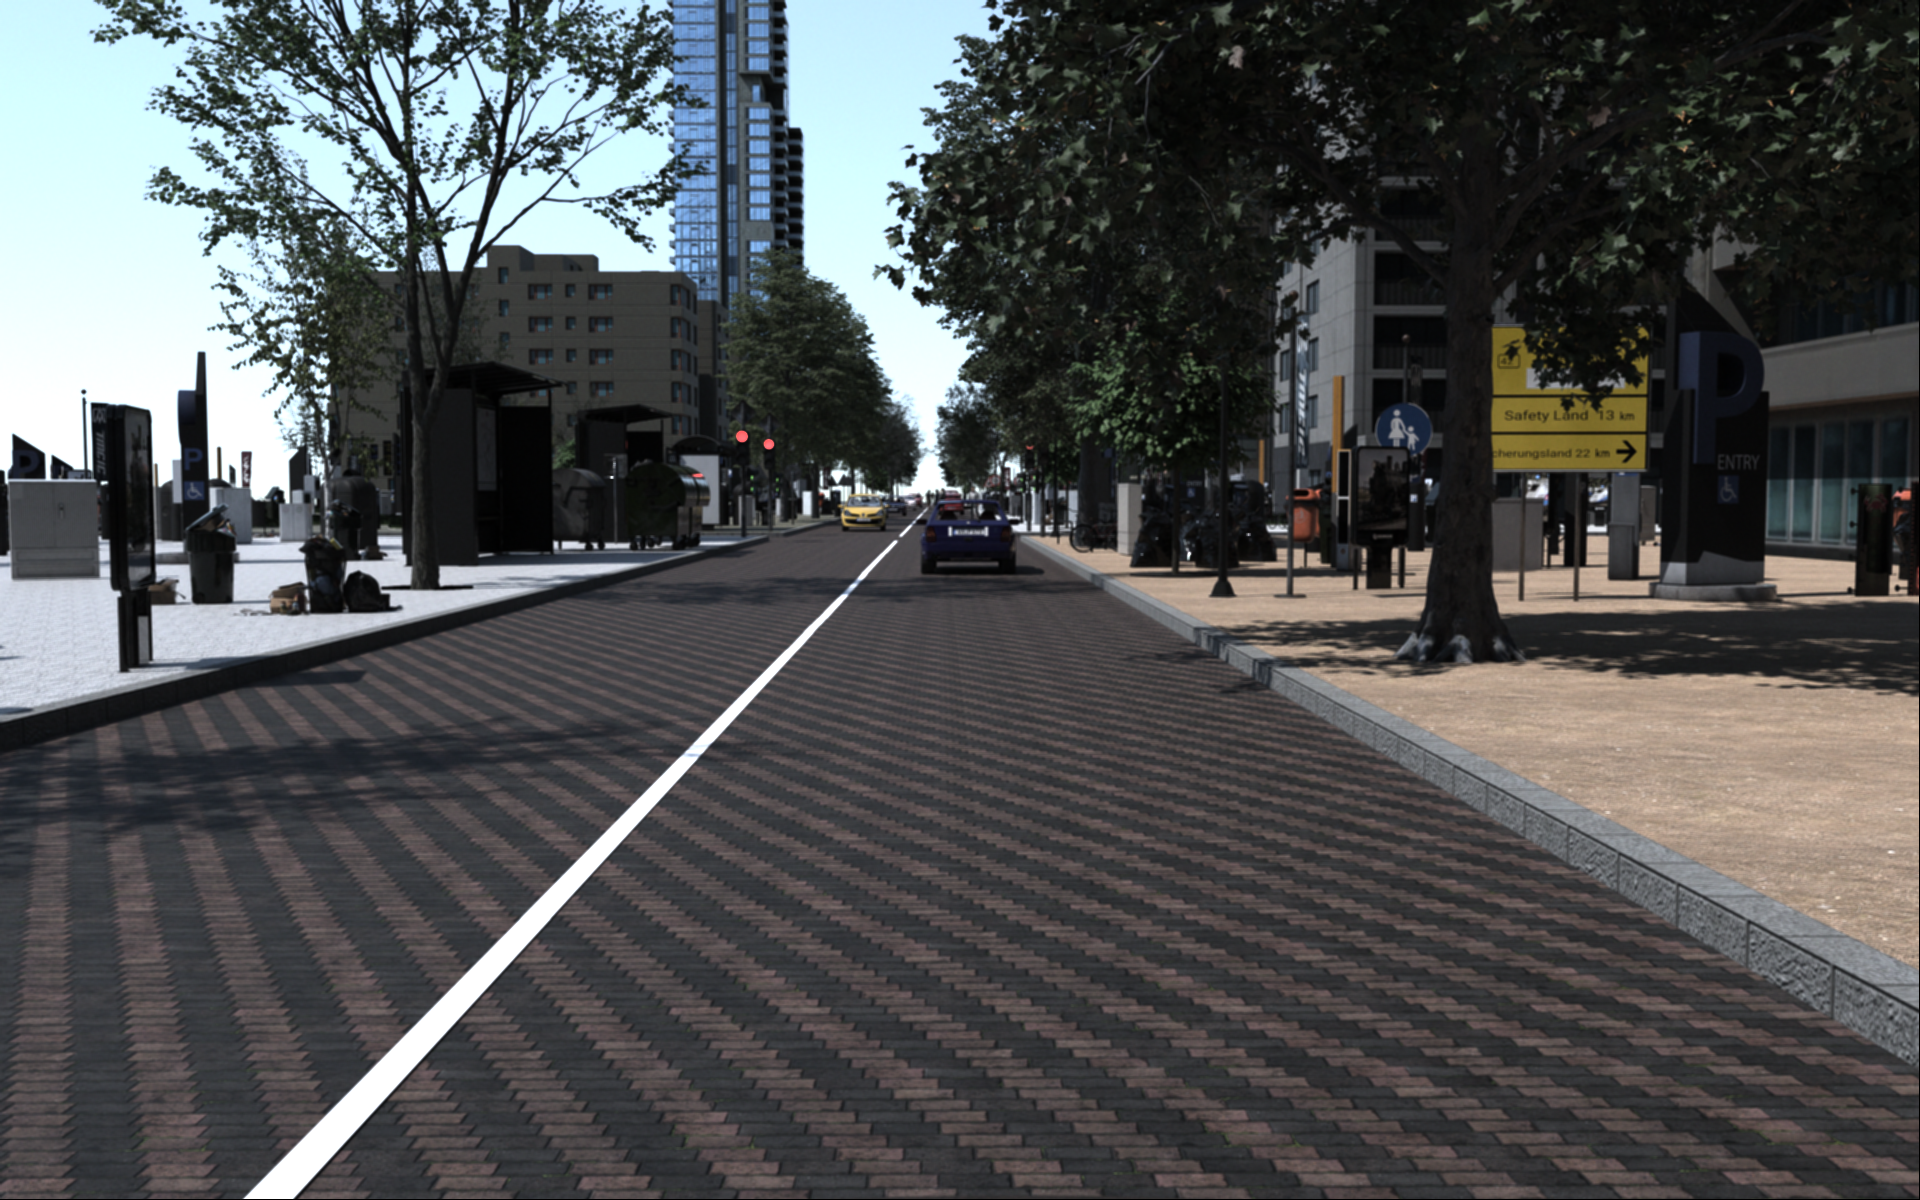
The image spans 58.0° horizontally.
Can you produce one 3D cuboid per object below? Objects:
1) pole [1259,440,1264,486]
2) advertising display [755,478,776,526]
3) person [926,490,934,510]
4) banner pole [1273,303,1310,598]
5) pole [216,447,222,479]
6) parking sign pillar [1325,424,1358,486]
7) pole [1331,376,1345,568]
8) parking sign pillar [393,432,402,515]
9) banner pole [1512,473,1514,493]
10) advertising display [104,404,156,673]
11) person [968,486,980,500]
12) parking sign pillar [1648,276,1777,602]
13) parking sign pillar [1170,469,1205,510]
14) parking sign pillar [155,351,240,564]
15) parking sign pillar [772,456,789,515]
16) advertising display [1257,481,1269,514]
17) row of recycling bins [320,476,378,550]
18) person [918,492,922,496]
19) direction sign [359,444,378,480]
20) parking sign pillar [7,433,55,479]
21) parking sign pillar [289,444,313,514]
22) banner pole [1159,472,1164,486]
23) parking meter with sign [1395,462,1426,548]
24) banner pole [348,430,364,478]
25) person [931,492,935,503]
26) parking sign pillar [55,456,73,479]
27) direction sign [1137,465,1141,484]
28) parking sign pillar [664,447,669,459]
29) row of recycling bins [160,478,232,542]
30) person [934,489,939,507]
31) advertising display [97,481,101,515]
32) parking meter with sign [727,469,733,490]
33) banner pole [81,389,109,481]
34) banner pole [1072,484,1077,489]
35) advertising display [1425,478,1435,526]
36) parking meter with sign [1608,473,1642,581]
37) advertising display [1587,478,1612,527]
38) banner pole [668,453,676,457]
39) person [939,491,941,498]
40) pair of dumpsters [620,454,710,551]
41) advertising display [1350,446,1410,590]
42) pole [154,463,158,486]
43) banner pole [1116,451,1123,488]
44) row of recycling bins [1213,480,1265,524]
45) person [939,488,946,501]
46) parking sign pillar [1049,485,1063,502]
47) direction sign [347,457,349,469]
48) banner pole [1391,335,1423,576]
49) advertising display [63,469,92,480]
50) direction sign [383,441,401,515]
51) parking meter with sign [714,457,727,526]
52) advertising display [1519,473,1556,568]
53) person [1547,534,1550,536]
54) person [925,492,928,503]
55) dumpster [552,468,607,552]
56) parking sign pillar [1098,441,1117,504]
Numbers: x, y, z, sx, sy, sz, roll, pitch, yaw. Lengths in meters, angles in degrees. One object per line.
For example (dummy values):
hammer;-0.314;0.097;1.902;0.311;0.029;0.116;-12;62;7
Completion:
pole;11.405;-4.382;65.492;0.158;3.312;0.155;0;3;0
advertising display;-7.932;-4.004;70.671;0.974;1.923;0.123;-3;5;-45
person;-2.819;-9.290;160.390;0.705;1.824;1.348;2;4;30
banner pole;4.129;-1.906;21.187;0.401;3.779;0.863;0;4;-7
pole;-31.886;-4.939;74.600;0.158;3.312;0.155;0;3;0
parking sign pillar;14.528;-4.744;66.030;1.447;3.967;1.447;-2;4;-35
pole;6.537;-2.210;29.971;0.158;3.312;0.155;0;3;0
parking sign pillar;-24.347;-5.376;76.371;1.447;3.967;1.447;2;4;26
banner pole;22.529;-4.926;70.563;0.401;3.779;0.863;1;4;20
advertising display;-6.128;-0.466;12.832;0.123;1.923;0.974;-1;4;-14
person;0.744;-4.931;88.960;0.661;1.843;0.795;2;4;25
parking sign pillar;9.220;-1.997;21.123;1.447;3.967;1.447;-2;4;-24
parking sign pillar;8.455;-4.635;64.249;1.447;3.967;1.447;-2;4;-29
parking sign pillar;-14.207;-2.672;32.161;1.447;3.967;1.447;-1;4;-21
parking sign pillar;-11.271;-7.371;108.989;1.447;3.967;1.447;2;4;29
advertising display;15.207;-5.067;88.061;0.974;1.923;0.123;0;4;-1
row of recycling bins;-14.573;-2.079;41.103;1.069;1.692;3.534;-2;4;-27
person;-6.368;-15.762;266.943;1.217;1.736;0.721;0;4;-7
direction sign;-26.793;-5.293;78.544;0.876;3.537;0.379;-3;5;-45
parking sign pillar;-41.240;-5.396;76.697;1.447;3.967;1.447;-1;4;-11
parking sign pillar;-35.507;-6.409;93.257;1.447;3.967;1.447;2;4;29
banner pole;11.830;-6.846;101.941;0.401;3.779;0.863;2;4;30
parking meter with sign;10.786;-2.782;41.751;0.543;3.016;1.738;0;4;-5
banner pole;-23.583;-4.759;67.822;0.401;3.779;0.863;3;4;37
person;-4.551;-17.206;289.919;1.348;1.812;0.705;0;4;-2
parking sign pillar;-60.656;-7.871;117.158;1.447;3.967;1.447;-2;4;-35
direction sign;13.828;-8.671;133.763;0.379;3.537;0.876;1;4;21
parking sign pillar;-16.770;-6.795;99.571;1.447;3.967;1.447;-1;4;-18
row of recycling bins;-20.643;-2.425;46.765;1.069;1.692;3.534;-3;5;-44
person;-1.795;-7.576;132.544;0.526;1.800;0.537;-2;4;-23
advertising display;-39.047;-4.441;77.825;0.123;1.923;0.974;2;4;27
parking meter with sign;-16.607;-7.680;121.836;0.543;3.016;1.738;1;4;18
banner pole;-20.757;-3.153;41.571;0.401;3.779;0.863;2;4;32
banner pole;7.077;-7.238;108.354;0.863;3.779;0.401;-3;5;-44
advertising display;18.488;-3.871;68.506;0.123;1.923;0.974;-1;4;-14
parking meter with sign;10.126;-1.842;26.376;0.543;3.016;1.738;1;4;21
advertising display;25.307;-3.869;68.472;0.974;1.923;0.123;3;4;36
banner pole;-15.387;-6.339;93.665;0.863;3.779;0.401;-2;4;-32
person;-2.392;-11.794;201.862;0.617;1.759;0.750;3;4;37
pair of dumpsters;-6.907;-2.336;40.685;1.574;2.255;4.437;0;4;-1
advertising display;5.664;-1.110;23.368;0.974;1.923;0.123;-2;4;-30
pole;-53.218;-7.393;114.717;0.158;3.312;0.155;0;3;0
banner pole;8.212;-6.086;89.518;0.863;3.779;0.401;-3;5;-43
row of recycling bins;8.264;-2.661;50.627;1.069;1.692;3.534;0;4;0
person;-1.166;-5.803;103.651;0.573;1.790;0.520;2;4;23
parking sign pillar;6.338;-7.693;114.253;1.447;3.967;1.447;-1;4;-16
direction sign;-37.105;-6.976;106.058;0.876;3.537;0.379;1;4;15
banner pole;7.151;-2.291;27.478;0.401;3.779;0.863;3;4;38
advertising display;-23.016;-2.447;45.223;0.123;1.923;0.974;1;4;11
direction sign;-23.988;-4.983;73.464;0.876;3.537;0.379;-2;4;-31
parking meter with sign;-10.125;-4.430;68.695;0.543;3.016;1.738;2;4;30
advertising display;10.092;-1.536;30.328;0.123;1.923;0.974;-1;4;-14
person;18.653;-2.742;55.140;0.589;1.601;0.330;-2;4;-28
person;-5.392;-16.809;283.416;1.350;1.814;0.705;-2;4;-31
dumpster;-8.788;-2.048;39.248;1.264;1.857;1.865;0;4;-1
parking sign pillar;5.114;-4.388;60.218;1.447;3.967;1.447;1;4;16
